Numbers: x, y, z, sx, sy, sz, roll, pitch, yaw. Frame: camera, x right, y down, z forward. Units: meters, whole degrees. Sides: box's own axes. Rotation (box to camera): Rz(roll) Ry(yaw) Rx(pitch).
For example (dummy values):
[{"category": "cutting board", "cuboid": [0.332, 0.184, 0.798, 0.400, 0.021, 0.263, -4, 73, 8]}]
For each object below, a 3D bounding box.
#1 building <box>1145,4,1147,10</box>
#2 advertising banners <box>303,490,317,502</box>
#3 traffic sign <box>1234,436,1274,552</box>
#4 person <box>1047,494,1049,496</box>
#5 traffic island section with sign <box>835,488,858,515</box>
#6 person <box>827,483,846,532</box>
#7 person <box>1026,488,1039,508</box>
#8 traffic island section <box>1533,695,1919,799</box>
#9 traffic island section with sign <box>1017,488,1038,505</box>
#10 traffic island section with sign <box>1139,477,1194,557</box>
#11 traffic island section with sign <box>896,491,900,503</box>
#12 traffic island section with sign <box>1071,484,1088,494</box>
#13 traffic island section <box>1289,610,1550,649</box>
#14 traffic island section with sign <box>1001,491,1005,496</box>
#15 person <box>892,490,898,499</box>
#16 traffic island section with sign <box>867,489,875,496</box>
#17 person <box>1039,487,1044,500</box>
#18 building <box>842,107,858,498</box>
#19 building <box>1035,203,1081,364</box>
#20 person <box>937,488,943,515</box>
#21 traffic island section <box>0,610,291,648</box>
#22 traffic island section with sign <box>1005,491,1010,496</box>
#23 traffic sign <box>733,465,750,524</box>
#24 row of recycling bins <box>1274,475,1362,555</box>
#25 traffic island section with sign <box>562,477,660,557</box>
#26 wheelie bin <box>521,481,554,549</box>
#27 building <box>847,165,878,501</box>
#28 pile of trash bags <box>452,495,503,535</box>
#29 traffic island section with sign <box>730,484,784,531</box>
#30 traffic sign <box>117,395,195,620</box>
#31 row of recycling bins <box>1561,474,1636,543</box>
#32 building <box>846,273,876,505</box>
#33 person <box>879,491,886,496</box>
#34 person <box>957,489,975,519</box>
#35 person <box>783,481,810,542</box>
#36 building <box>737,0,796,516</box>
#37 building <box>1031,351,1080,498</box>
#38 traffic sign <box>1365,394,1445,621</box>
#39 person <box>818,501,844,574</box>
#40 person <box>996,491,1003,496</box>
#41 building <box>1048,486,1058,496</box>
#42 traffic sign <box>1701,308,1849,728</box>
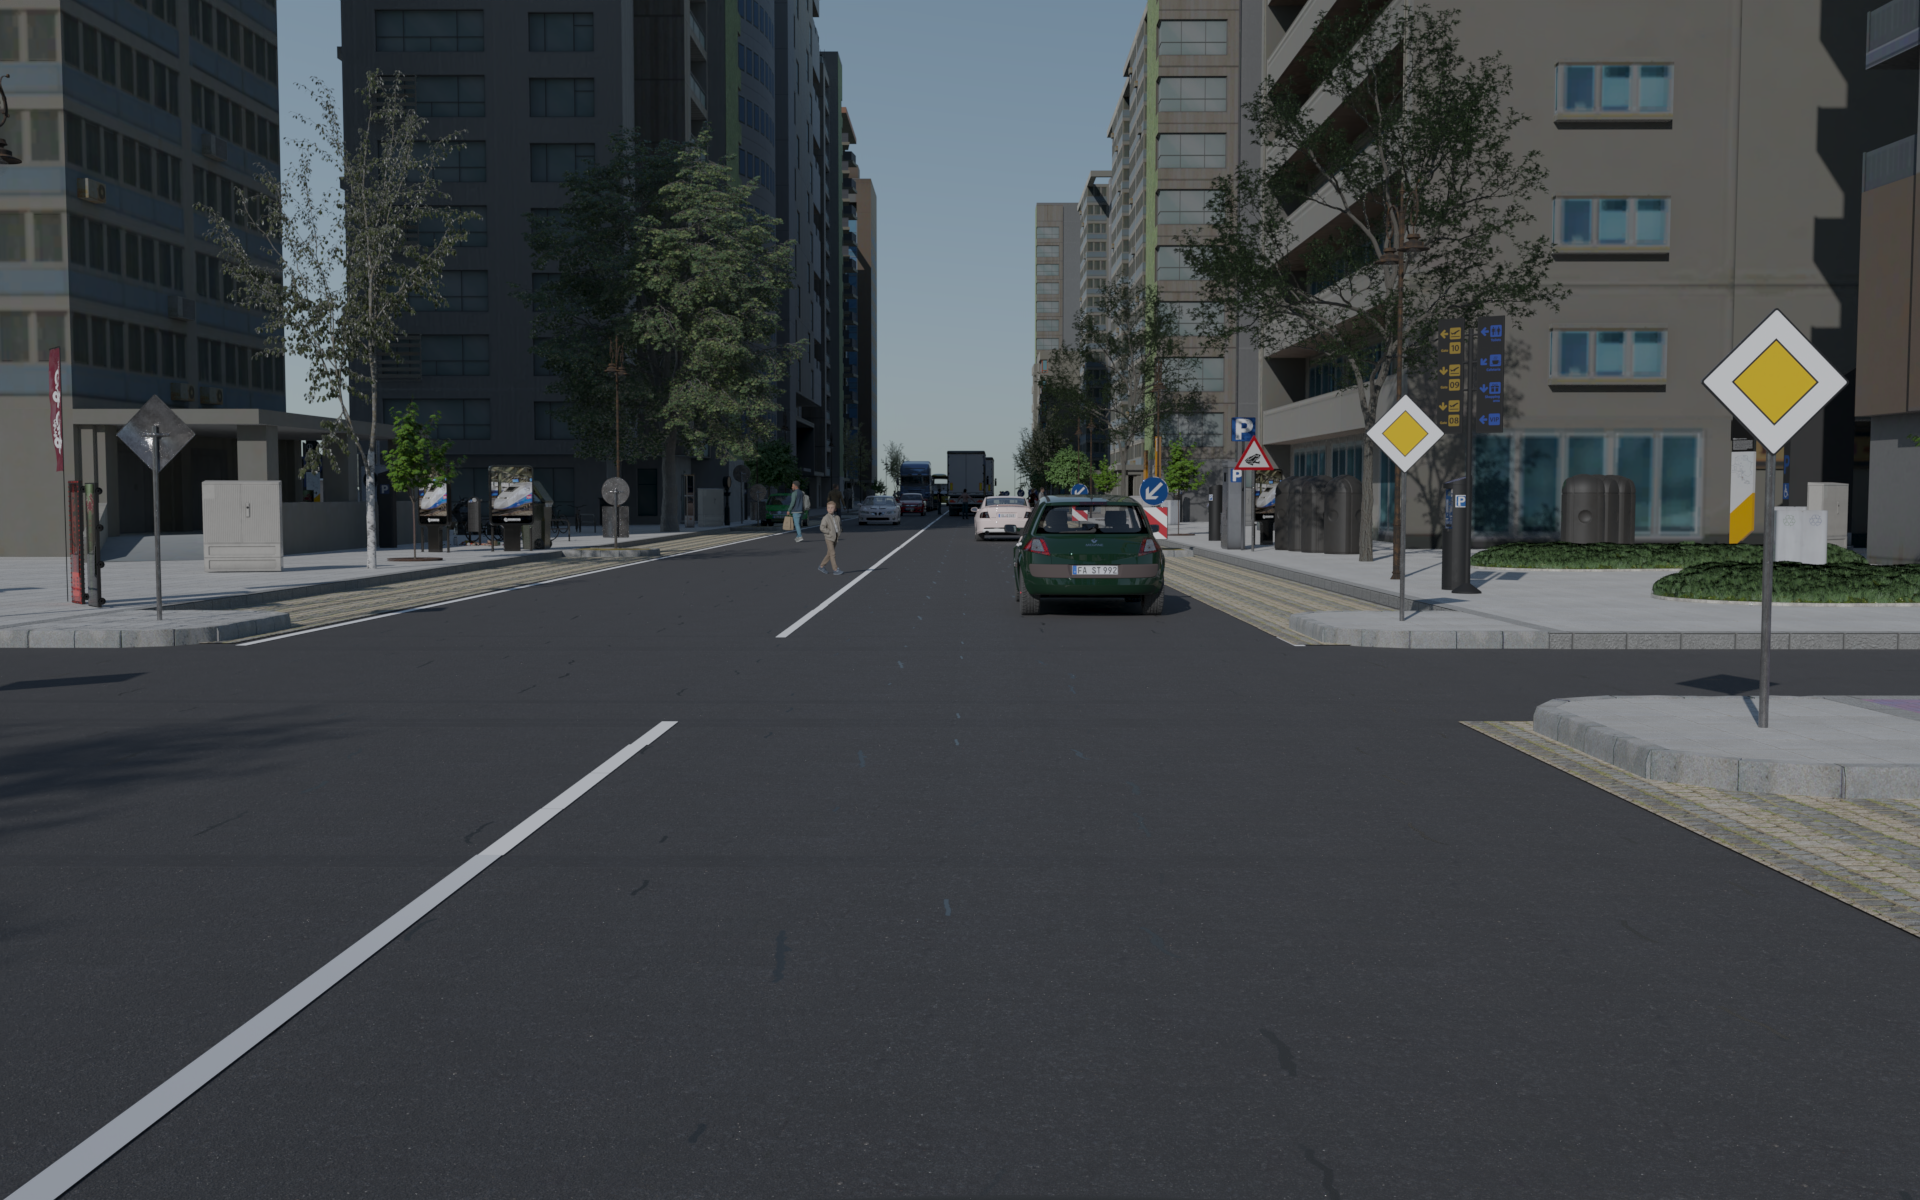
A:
[{"category": "building", "cuboid": [25.475, -26.773, 129.617, 32.217, 40.220, 23.993, 0, 4, 0]}, {"category": "advertising banners", "cuboid": [-20.940, -3.514, 53.648, 2.074, 3.025, 0.090, 0, 4, 5]}, {"category": "traffic sign", "cuboid": [6.530, -2.358, 38.560, 0.884, 2.594, 0.081, 0, 4, 1]}, {"category": "person", "cuboid": [9.005, -9.986, 174.986, 0.599, 1.433, 0.991, -3, 5, -42]}, {"category": "traffic island section with sign", "cuboid": [-7.530, -6.640, 117.199, 1.989, 1.847, 2.006, 0, 4, 0]}, {"category": "person", "cuboid": [-4.683, -3.511, 65.816, 0.656, 1.842, 0.836, -2, 4, -32]}, {"category": "person", "cuboid": [3.933, -5.272, 95.218, 1.217, 1.766, 0.721, -3, 5, -40]}, {"category": "traffic island section", "cuboid": [4.436, 0.780, 9.532, 2.009, 0.180, 2.903, 0, 4, 0]}, {"category": "traffic island section with sign", "cuboid": [4.786, -6.630, 117.025, 1.989, 1.847, 2.006, 0, 4, 0]}, {"category": "traffic island section with sign", "cuboid": [4.305, -1.927, 40.135, 1.989, 1.847, 2.006, 0, 4, 0]}, {"category": "traffic island section with sign", "cuboid": [-7.007, -11.717, 200.204, 1.989, 1.847, 2.006, 0, 4, 0]}, {"category": "traffic island section with sign", "cuboid": [4.479, -3.576, 67.090, 1.989, 1.847, 2.006, 0, 4, 0]}, {"category": "traffic island section", "cuboid": [4.486, 0.291, 17.517, 2.009, 0.180, 2.903, 0, 4, 0]}, {"category": "traffic island section with sign", "cuboid": [5.488, -13.358, 227.031, 1.989, 1.847, 2.006, 0, 4, 0]}, {"category": "person", "cuboid": [-7.033, -10.913, 186.923, 0.705, 1.824, 1.348, -2, 4, -27]}, {"category": "traffic island section with sign", "cuboid": [-7.356, -8.317, 144.615, 1.989, 1.847, 2.006, 0, 4, 0]}, {"category": "person", "cuboid": [4.387, -5.031, 90.963, 0.583, 1.804, 0.606, 1, 4, 9]}, {"category": "building", "cuboid": [-22.904, -32.904, 192.597, 22.147, 44.769, 28.867, 0, 4, 0]}, {"category": "building", "cuboid": [17.524, -34.319, 244.710, 14.154, 41.232, 14.086, 0, 4, 0]}, {"category": "person", "cuboid": [-1.391, -6.882, 121.029, 0.705, 1.822, 1.348, 1, 4, 11]}, {"category": "traffic island section", "cuboid": [-8.155, 0.286, 17.601, 2.009, 0.180, 2.903, 0, 4, 0]}, {"category": "traffic island section with sign", "cuboid": [4.953, -8.312, 144.528, 1.989, 1.847, 2.006, 0, 4, 0]}, {"category": "traffic sign", "cuboid": [-9.475, -4.590, 75.160, 0.768, 2.556, 0.104, 0, 4, 1]}, {"category": "row of recycling bins", "cuboid": [7.903, -1.909, 38.332, 1.069, 1.692, 3.534, -1, 4, -12]}, {"category": "traffic island section with sign", "cuboid": [-8.017, -1.924, 40.088, 1.989, 1.847, 2.006, 0, 4, 0]}, {"category": "wheelie bin", "cuboid": [-9.893, -1.982, 40.309, 0.693, 1.594, 0.980, 0, 4, 4]}, {"category": "building", "cuboid": [-18.734, -36.039, 239.352, 14.600, 45.320, 14.200, 0, 4, 0]}, {"category": "pile of trash bags", "cuboid": [-15.678, -2.759, 54.868, 3.447, 1.369, 1.912, 0, 4, 8]}, {"category": "traffic island section with sign", "cuboid": [-7.851, -3.598, 67.461, 1.989, 1.847, 2.006, 0, 4, 0]}, {"category": "traffic sign", "cuboid": [-8.131, -0.850, 17.540, 0.795, 2.450, 0.064, 0, 4, 0]}, {"category": "row of recycling bins", "cuboid": [13.585, -1.809, 36.695, 1.069, 1.692, 3.534, 2, 4, 34]}, {"category": "building", "cuboid": [-27.066, -32.294, 219.890, 32.217, 40.220, 23.993, 0, 4, 0]}, {"category": "person", "cuboid": [-7.446, -9.619, 166.580, 0.742, 1.727, 0.445, 1, 4, 16]}, {"category": "person", "cuboid": [0.342, -5.482, 98.848, 1.217, 1.736, 0.721, 2, 4, 33]}, {"category": "person", "cuboid": [-4.897, -2.646, 51.755, 0.794, 1.824, 0.713, -3, 4, -37]}, {"category": "building", "cuboid": [-22.046, -34.485, 105.836, 21.231, 58.520, 28.212, 0, 4, 0]}, {"category": "building", "cuboid": [23.572, -23.167, 223.821, 27.650, 21.520, 28.899, 0, 4, 0]}, {"category": "traffic sign", "cuboid": [4.462, -0.844, 17.440, 0.795, 2.450, 0.064, 0, 4, 0]}, {"category": "person", "cuboid": [-2.298, -1.120, 31.078, 0.640, 1.303, 0.475, 2, 4, 34]}, {"category": "person", "cuboid": [4.339, -11.013, 189.095, 0.617, 1.759, 0.750, 3, 5, 43]}, {"category": "building", "cuboid": [26.303, -30.863, 196.485, 32.217, 40.220, 23.993, 0, 4, 0]}, {"category": "traffic sign", "cuboid": [4.412, -0.355, 9.455, 0.795, 2.450, 0.064, 0, 4, 0]}]
